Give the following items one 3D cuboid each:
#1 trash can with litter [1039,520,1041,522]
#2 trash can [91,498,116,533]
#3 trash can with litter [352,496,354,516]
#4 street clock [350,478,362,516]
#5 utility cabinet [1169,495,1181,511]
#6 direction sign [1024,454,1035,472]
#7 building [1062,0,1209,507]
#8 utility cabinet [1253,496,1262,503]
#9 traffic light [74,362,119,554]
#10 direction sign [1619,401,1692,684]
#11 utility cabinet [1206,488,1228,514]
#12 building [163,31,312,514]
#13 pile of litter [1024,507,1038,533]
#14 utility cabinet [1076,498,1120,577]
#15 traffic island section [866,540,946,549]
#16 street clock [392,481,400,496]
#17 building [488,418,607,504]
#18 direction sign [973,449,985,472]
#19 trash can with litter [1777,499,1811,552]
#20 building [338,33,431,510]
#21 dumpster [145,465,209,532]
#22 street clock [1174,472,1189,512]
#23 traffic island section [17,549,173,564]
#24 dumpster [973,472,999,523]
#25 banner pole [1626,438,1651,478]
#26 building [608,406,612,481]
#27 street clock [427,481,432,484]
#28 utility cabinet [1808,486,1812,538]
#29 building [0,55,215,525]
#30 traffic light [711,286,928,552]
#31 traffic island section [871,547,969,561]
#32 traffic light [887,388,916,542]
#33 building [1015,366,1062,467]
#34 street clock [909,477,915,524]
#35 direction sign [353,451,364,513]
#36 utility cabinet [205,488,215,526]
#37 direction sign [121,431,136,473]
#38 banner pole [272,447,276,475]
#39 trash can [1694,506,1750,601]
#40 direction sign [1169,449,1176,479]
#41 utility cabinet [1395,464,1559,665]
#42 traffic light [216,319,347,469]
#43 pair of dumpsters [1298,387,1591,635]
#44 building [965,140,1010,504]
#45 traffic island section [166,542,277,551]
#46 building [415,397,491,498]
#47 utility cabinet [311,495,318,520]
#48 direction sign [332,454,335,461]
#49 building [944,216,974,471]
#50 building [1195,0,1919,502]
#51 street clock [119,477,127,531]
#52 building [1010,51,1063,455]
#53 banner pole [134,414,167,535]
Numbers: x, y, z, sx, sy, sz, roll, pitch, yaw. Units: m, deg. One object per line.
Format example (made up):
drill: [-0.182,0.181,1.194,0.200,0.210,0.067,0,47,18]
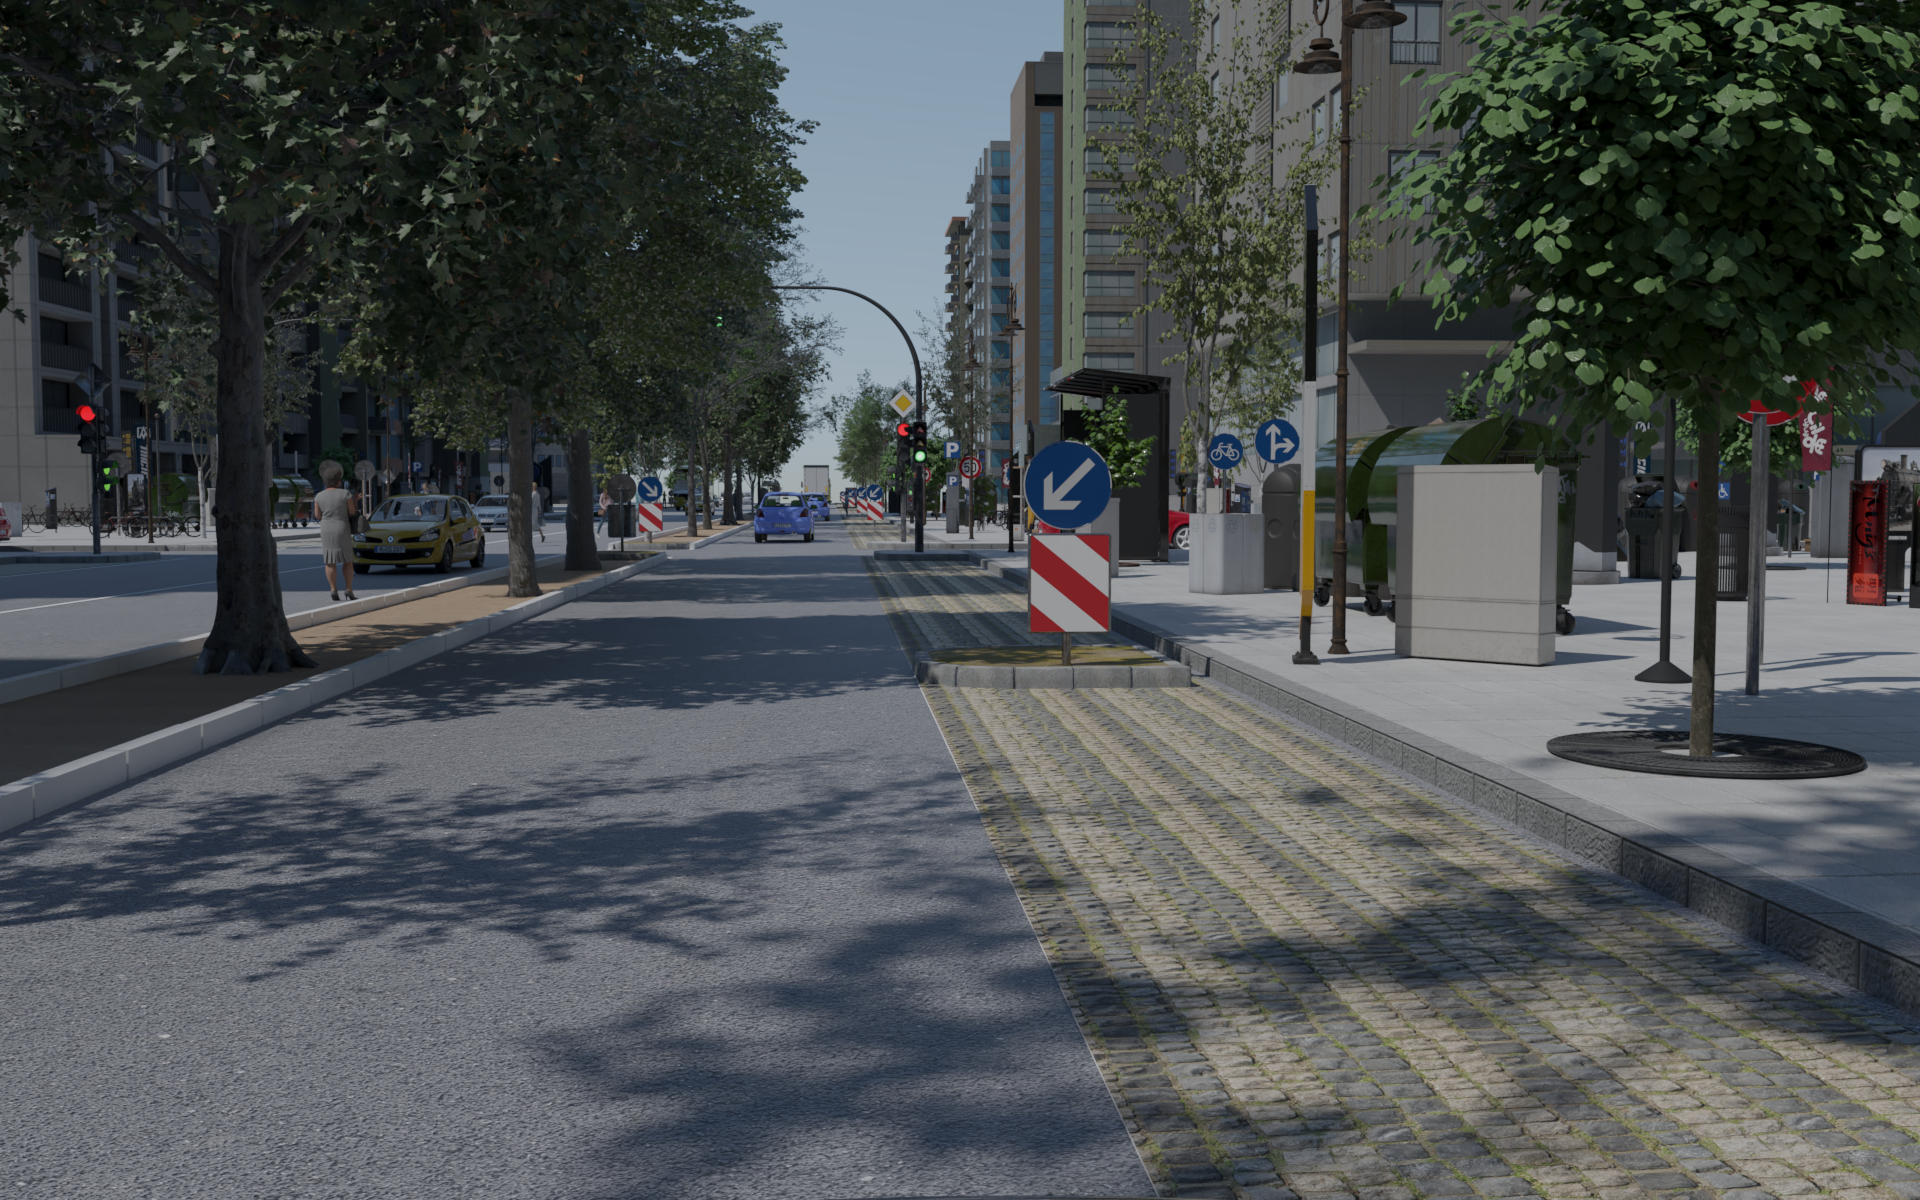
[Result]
trash can with litter: [3.264,-3.394,66.878,0.624,1.170,1.055,1,4,12]
trash can: [-28.241,-2.783,57.163,0.748,1.137,0.748,0,3,0]
trash can with litter: [-31.222,-4.710,88.065,1.678,1.210,2.233,0,4,2]
street clock: [-26.700,-4.406,76.604,0.471,2.002,0.358,1,4,22]
utility cabinet: [10.010,-4.373,82.659,1.020,1.237,0.306,0,4,-3]
direction sign: [3.933,-6.487,98.062,0.379,3.537,0.876,3,5,45]
building: [14.565,-27.396,131.518,14.154,41.232,14.086,0,4,-4]
utility cabinet: [9.126,-2.549,52.833,0.306,1.237,1.020,1,4,16]
traffic light: [-18.387,-2.930,36.822,0.839,4.253,0.868,0,4,-4]
direction sign: [4.831,-1.210,11.775,0.379,3.537,0.876,3,5,43]
utility cabinet: [9.946,-3.590,67.377,1.173,1.500,0.318,2,4,34]
building: [-47.034,-20.434,105.794,14.160,30.474,14.107,0,4,-4]
pile of litter: [2.541,-2.661,57.470,1.176,0.858,1.719,3,4,39]
utility cabinet: [2.100,-0.940,26.533,0.306,1.237,1.020,2,4,29]
traffic island section: [-1.484,-1.464,46.224,2.009,0.180,2.903,0,4,-4]
street clock: [-32.188,-5.766,98.847,0.471,2.002,0.358,3,5,40]
building: [-59.106,-41.972,228.241,21.231,58.520,28.212,0,4,-4]
direction sign: [0.848,-5.815,87.074,0.876,3.537,0.379,2,4,23]
trash can with litter: [18.755,-1.665,38.609,1.055,1.170,0.624,3,5,44]
building: [-53.431,-29.166,131.487,22.147,44.769,28.867,0,4,-4]
dumpster: [-26.559,-3.435,58.657,1.502,2.255,1.985,0,4,-4]
street clock: [7.406,-3.257,57.827,0.471,2.002,0.358,-2,4,-32]
traffic island section: [-18.428,-0.897,36.953,2.009,0.180,2.903,0,4,-4]
dumpster: [0.884,-4.464,75.484,1.502,2.255,1.985,0,4,-4]
banner pole: [19.308,-3.638,49.490,0.863,3.779,0.401,1,4,21]
building: [-57.865,-29.282,250.465,14.160,30.474,14.107,0,4,-4]
street clock: [-29.394,-5.566,95.581,0.358,2.002,0.471,2,4,34]
utility cabinet: [24.497,-2.525,49.964,1.173,1.500,0.318,0,4,-5]
building: [-46.923,-39.200,79.177,20.563,71.187,20.611,0,4,-4]
traffic light: [-3.006,-3.864,37.847,4.771,5.953,1.251,0,4,-4]
traffic island section: [-0.886,-0.977,38.261,2.009,0.180,2.903,0,4,-4]
traffic light: [-1.524,-3.498,46.107,0.839,4.253,0.868,0,4,-4]
building: [17.670,-51.440,153.717,22.319,86.520,31.000,0,4,-4]
street clock: [-2.085,-4.315,75.128,0.358,2.002,0.471,0,4,-4]
direction sign: [-31.336,-6.017,90.370,0.876,3.537,0.379,2,4,35]
utility cabinet: [-29.207,-3.652,68.390,0.318,1.500,1.173,2,4,30]
direction sign: [-29.541,-4.284,62.033,0.876,3.537,0.379,0,4,0]
banner pole: [-36.722,-6.288,92.829,0.401,3.779,0.863,-2,4,-29]
trash can: [9.246,-0.564,20.879,0.748,1.137,0.748,0,3,0]
direction sign: [10.527,-5.850,87.651,0.876,3.537,0.379,3,4,37]
utility cabinet: [3.949,-0.281,13.270,1.173,1.500,0.318,3,5,42]
traffic light: [-16.906,-4.300,44.975,4.771,5.953,1.251,0,4,-4]
pair of dumpsters: [4.811,-0.930,17.704,1.574,2.255,4.437,0,4,-4]
building: [12.421,-37.721,236.347,23.786,49.044,30.456,0,4,-4]
traffic island section: [-19.026,-1.384,44.916,2.009,0.180,2.903,0,4,-4]
building: [-50.436,-23.383,154.008,14.160,30.474,14.107,0,4,-4]
utility cabinet: [-31.728,-4.590,86.208,0.306,1.237,1.020,3,5,43]
direction sign: [-35.722,-6.536,98.857,0.379,3.537,0.876,-2,4,-27]
building: [8.989,-37.480,267.414,22.147,44.769,28.867,0,4,-4]
building: [26.114,-29.816,76.727,27.495,52.752,28.713,0,4,-4]
street clock: [-29.062,-3.405,60.241,0.471,2.002,0.358,-2,4,-34]
building: [12.711,-32.239,177.225,14.600,45.320,14.200,0,4,-4]
banner pole: [-25.205,-3.909,53.928,0.863,3.779,0.401,-1,4,-19]
